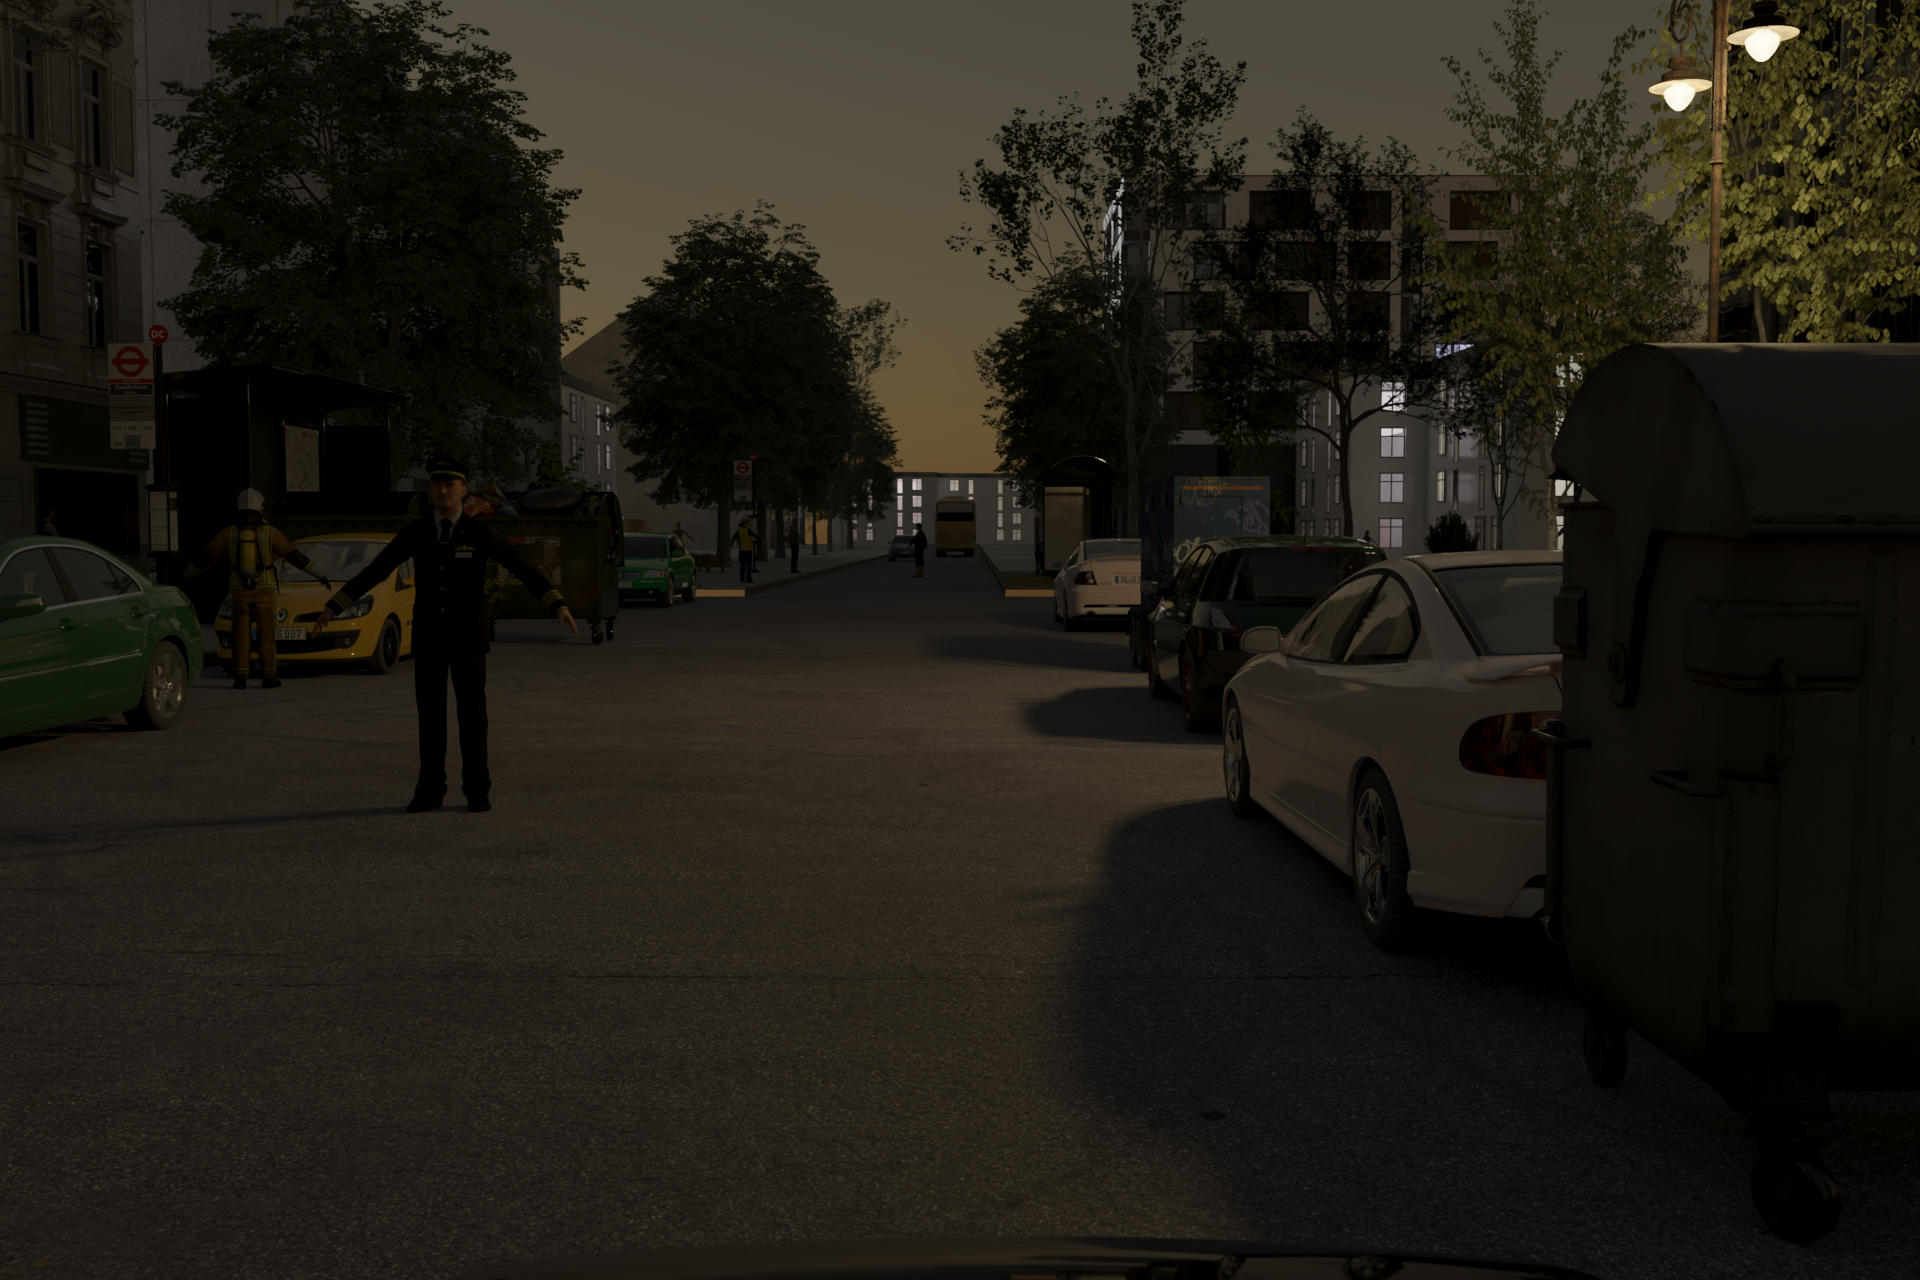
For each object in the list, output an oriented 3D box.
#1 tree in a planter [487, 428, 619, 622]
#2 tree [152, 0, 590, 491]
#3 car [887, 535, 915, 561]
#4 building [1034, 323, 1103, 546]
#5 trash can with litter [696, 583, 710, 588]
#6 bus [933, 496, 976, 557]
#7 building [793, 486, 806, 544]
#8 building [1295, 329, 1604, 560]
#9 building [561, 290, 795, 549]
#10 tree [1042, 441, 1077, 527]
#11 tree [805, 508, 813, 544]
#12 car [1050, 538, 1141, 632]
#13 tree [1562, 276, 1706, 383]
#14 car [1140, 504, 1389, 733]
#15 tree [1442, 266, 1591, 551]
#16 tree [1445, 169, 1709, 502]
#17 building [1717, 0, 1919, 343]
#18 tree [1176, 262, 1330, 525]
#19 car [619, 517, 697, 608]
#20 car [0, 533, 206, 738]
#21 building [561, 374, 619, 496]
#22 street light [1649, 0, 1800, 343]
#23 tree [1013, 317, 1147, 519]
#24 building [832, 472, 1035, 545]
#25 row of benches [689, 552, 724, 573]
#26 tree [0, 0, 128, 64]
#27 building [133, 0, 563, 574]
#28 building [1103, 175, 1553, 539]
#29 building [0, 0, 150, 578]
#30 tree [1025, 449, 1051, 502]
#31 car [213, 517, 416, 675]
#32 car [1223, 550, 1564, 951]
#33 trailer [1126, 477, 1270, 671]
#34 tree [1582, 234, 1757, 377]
[{"bbox_3d":[-6.862,-1.959,29.253,1.991,3.239,1.994,0,4,1],"label":"tree in a planter"},{"bbox_3d":[-13.121,-8.106,39.185,9.857,13.997,8.962,0,3,0],"label":"tree"},{"bbox_3d":[-2.850,-4.901,92.130,2.014,1.417,4.499,0,4,1],"label":"car"},{"bbox_3d":[21.762,-20.814,184.285,27.936,21.610,32.646,0,3,0],"label":"building"},{"bbox_3d":[-6.737,-1.886,41.901,1.678,1.210,2.233,0,4,2],"label":"trash can with litter"},{"bbox_3d":[-0.323,-7.349,111.703,2.896,3.916,12.252,0,4,0],"label":"bus"},{"bbox_3d":[-28.663,-21.000,209.800,16.747,18.905,31.486,0,4,0],"label":"building"},{"bbox_3d":[23.575,-8.733,84.940,9.099,9.664,28.070,0,3,0],"label":"building"},{"bbox_3d":[-25.811,-20.252,162.051,19.493,23.208,18.063,0,4,1],"label":"building"},{"bbox_3d":[6.172,-9.378,103.689,4.360,8.622,3.978,0,3,0],"label":"tree"},{"bbox_3d":[-20.048,-17.228,232.037,4.737,8.622,4.395,0,3,0],"label":"tree"},{"bbox_3d":[2.457,-0.885,26.825,2.083,1.381,4.827,0,4,0],"label":"car"},{"bbox_3d":[19.715,-6.107,50.217,4.737,8.622,4.395,0,3,0],"label":"tree"},{"bbox_3d":[2.497,-0.250,13.881,2.009,1.686,4.222,0,4,1],"label":"car"},{"bbox_3d":[14.857,-5.947,47.595,4.360,8.622,3.978,0,3,0],"label":"tree"},{"bbox_3d":[21.094,-9.075,58.751,12.009,13.543,11.850,0,3,0],"label":"tree"},{"bbox_3d":[26.704,-13.071,30.358,14.369,24.946,33.146,0,3,0],"label":"building"},{"bbox_3d":[7.615,-5.891,46.681,4.737,8.622,4.395,0,3,0],"label":"tree"},{"bbox_3d":[-6.482,-1.608,35.084,1.959,1.807,4.718,0,4,0],"label":"car"},{"bbox_3d":[-6.726,0.026,11.372,2.131,1.459,4.920,0,4,0],"label":"car"},{"bbox_3d":[-24.957,-9.882,103.726,9.099,9.664,28.070,0,4,0],"label":"building"},{"bbox_3d":[5.689,-2.465,13.086,0.468,5.910,1.993,0,4,0],"label":"street light"},{"bbox_3d":[6.098,-10.571,90.969,7.486,12.596,7.792,0,3,0],"label":"tree"},{"bbox_3d":[-3.517,-17.722,234.366,28.070,9.664,9.099,0,4,-7],"label":"building"},{"bbox_3d":[-9.453,-2.681,59.296,1.422,0.672,4.104,-3,5,-40],"label":"row of benches"},{"bbox_3d":[-12.989,-6.394,14.916,12.009,13.543,11.850,0,3,0],"label":"tree"},{"bbox_3d":[-28.596,-12.532,71.350,16.747,18.905,31.486,0,4,1],"label":"building"},{"bbox_3d":[23.232,-16.588,115.181,27.936,21.610,32.646,0,3,0],"label":"building"},{"bbox_3d":[-29.272,-15.226,25.354,17.030,29.872,44.131,0,4,1],"label":"building"},{"bbox_3d":[6.456,-10.473,121.589,4.737,8.622,4.395,0,3,0],"label":"tree"},{"bbox_3d":[-6.632,-0.528,18.861,2.015,1.641,3.980,0,4,1],"label":"car"},{"bbox_3d":[2.323,0.306,7.352,2.083,1.381,4.827,0,4,-1],"label":"car"},{"bbox_3d":[2.568,-0.742,19.187,1.471,1.999,3.904,0,4,-1],"label":"trailer"},{"bbox_3d":[16.659,-5.638,42.539,4.360,8.622,3.978,0,3,0],"label":"tree"}]
